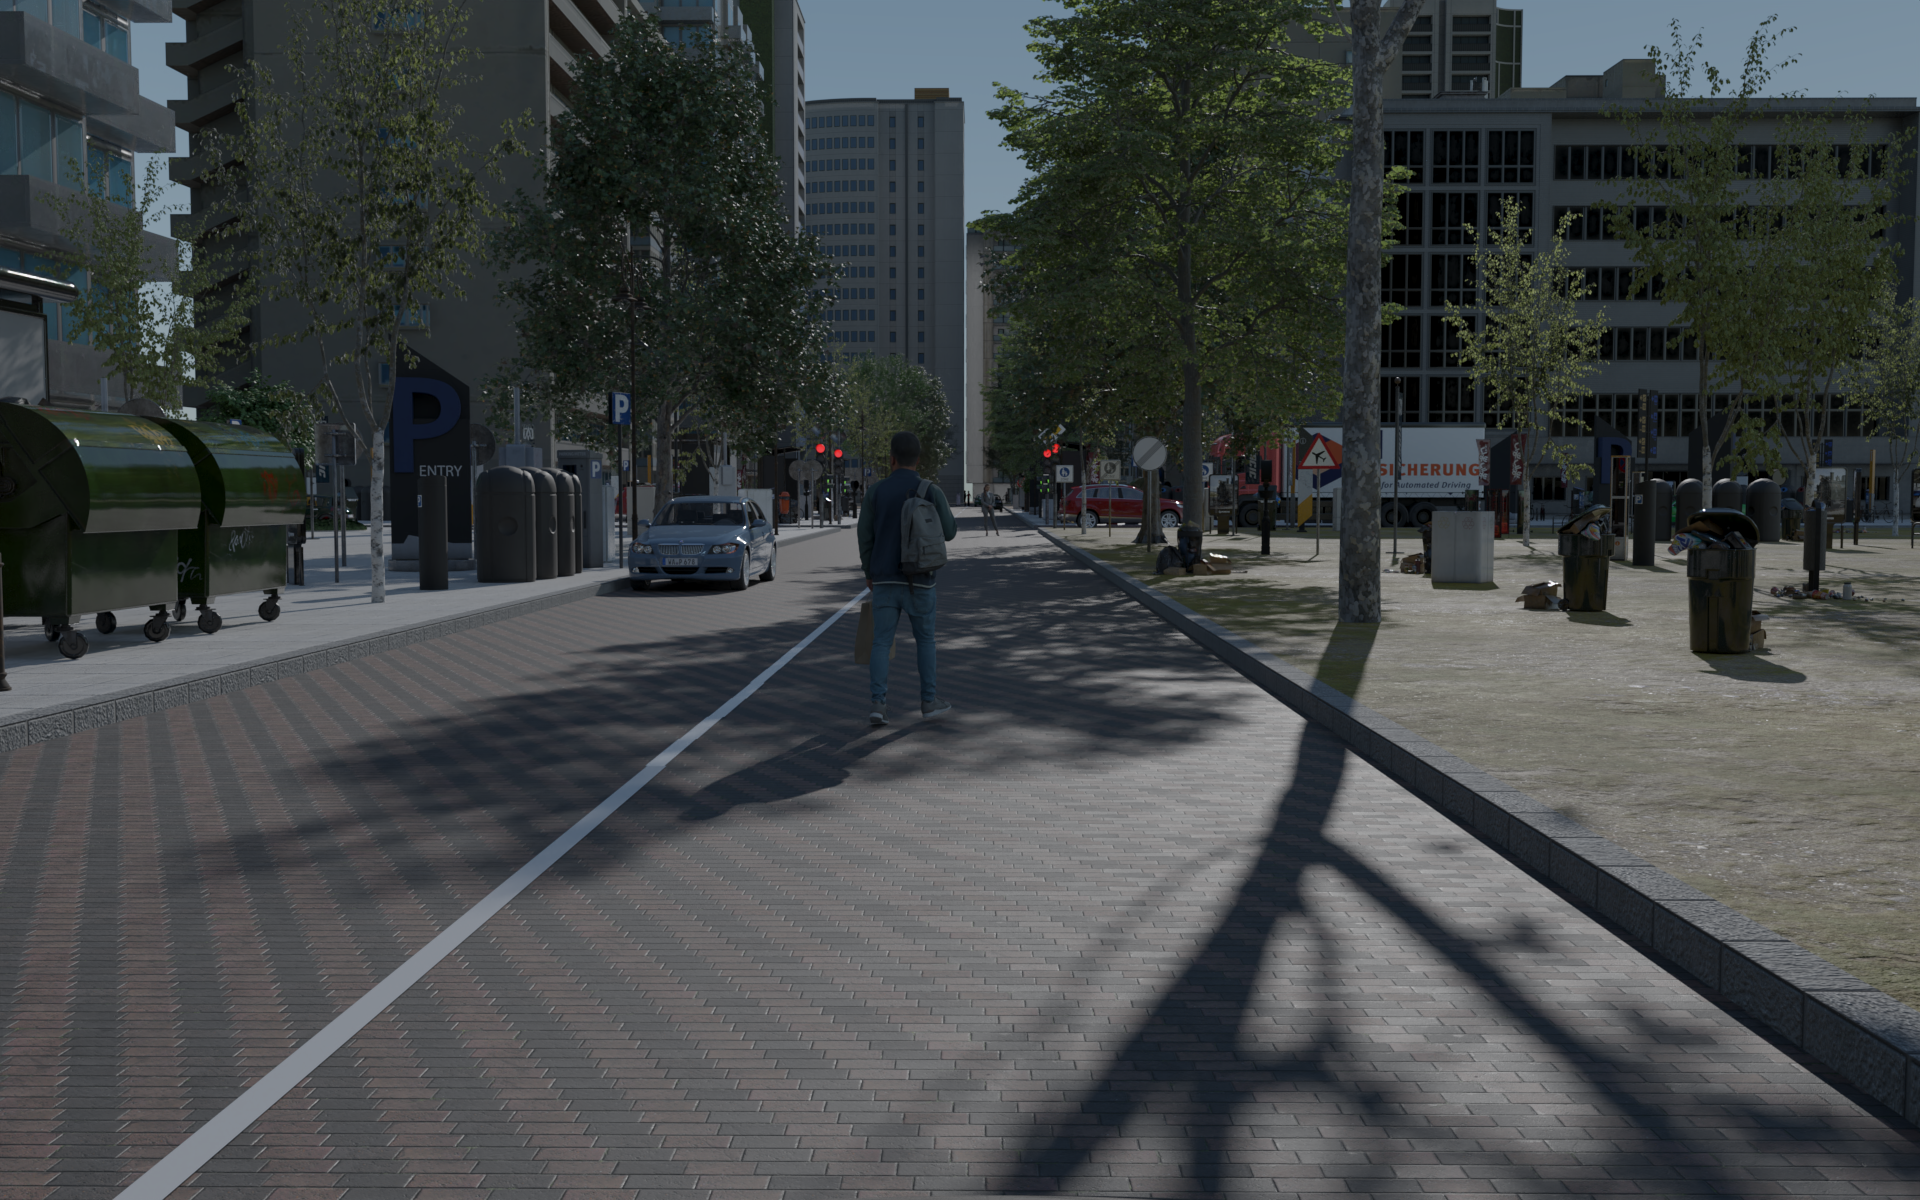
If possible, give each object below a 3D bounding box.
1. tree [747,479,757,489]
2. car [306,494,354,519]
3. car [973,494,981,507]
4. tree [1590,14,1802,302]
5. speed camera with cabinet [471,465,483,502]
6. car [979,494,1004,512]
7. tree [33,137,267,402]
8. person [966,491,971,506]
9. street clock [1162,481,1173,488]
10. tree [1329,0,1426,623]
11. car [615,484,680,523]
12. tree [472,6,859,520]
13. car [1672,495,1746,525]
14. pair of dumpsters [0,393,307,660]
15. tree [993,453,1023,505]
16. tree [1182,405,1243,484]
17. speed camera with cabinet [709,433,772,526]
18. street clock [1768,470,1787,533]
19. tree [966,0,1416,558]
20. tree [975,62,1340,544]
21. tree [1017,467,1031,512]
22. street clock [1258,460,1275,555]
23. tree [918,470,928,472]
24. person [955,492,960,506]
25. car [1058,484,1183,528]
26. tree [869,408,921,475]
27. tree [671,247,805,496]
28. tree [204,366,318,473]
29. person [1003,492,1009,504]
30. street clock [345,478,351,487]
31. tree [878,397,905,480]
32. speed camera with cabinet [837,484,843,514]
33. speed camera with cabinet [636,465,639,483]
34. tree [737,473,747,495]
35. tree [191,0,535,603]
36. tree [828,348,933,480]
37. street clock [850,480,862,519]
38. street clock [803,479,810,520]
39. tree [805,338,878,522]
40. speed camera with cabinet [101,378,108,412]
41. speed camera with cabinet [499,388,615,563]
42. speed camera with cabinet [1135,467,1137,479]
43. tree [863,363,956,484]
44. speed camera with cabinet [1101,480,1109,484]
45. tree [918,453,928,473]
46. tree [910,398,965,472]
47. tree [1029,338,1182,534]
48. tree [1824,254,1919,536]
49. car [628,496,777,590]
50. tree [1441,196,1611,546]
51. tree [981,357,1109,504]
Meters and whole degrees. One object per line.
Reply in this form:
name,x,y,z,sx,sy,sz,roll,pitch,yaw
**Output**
tree,-13.563,-7.690,120.340,1.663,3.219,1.824,0,3,0
car,-26.317,-3.617,68.929,4.222,1.686,2.009,0,4,-1
car,2.529,-11.130,193.765,2.131,1.459,4.920,0,4,1
tree,12.007,-4.693,27.093,4.737,8.622,4.395,0,3,0
speed camera with cabinet,-13.400,-3.323,48.662,2.038,3.252,0.660,3,5,40
car,2.559,-7.872,138.492,2.009,1.686,4.222,0,4,1
tree,-17.266,-5.277,36.641,4.737,8.622,4.395,0,3,0
person,0.963,-11.769,200.856,0.705,1.831,1.348,-2,4,-35
street clock,11.646,-5.695,97.677,0.471,2.002,0.358,-2,4,-27
tree,5.345,-9.802,16.157,12.611,20.169,13.585,0,3,0
car,-11.154,-3.680,68.849,5.304,1.827,2.281,0,4,-1
tree,-6.951,-7.581,40.954,9.611,12.733,9.660,0,3,0
car,28.803,-3.664,68.696,4.718,1.807,1.959,0,4,2
pair of dumpsters,-7.385,-0.787,15.366,1.574,2.255,4.437,0,4,1
tree,6.187,-15.867,209.792,4.737,8.622,4.395,0,3,0
tree,11.525,-7.845,78.631,4.360,8.622,3.978,0,3,0
speed camera with cabinet,-7.090,-3.776,56.067,2.038,3.252,0.660,-3,4,-38
street clock,24.121,-2.850,51.160,0.471,2.002,0.358,-1,4,-9
tree,3.669,-6.826,29.737,7.486,12.596,7.792,0,3,0
tree,5.042,-7.819,44.845,9.611,12.733,9.660,0,3,0
tree,4.951,-7.885,123.525,1.663,3.219,1.824,0,3,0
street clock,6.479,-1.963,36.661,0.358,2.002,0.471,1,4,8
tree,-4.701,-12.488,187.886,4.285,4.588,4.351,0,3,0
person,-0.214,-12.394,211.805,0.621,1.740,0.551,3,5,40
car,6.514,-3.657,68.471,5.304,1.827,2.281,0,4,1
tree,-5.124,-11.770,142.807,4.737,8.622,4.395,0,3,0
tree,-6.984,-6.071,49.631,4.360,8.622,3.978,0,3,0
tree,-18.057,-3.728,44.663,4.285,4.588,4.351,0,3,0
person,6.059,-13.407,228.416,0.721,1.735,1.217,-3,5,-44
street clock,-28.465,-4.631,80.280,0.471,2.002,0.358,1,4,15
tree,-5.610,-9.427,104.485,4.360,8.622,3.978,0,3,0
speed camera with cabinet,-7.868,-7.079,110.079,0.660,3.252,2.038,-2,4,-24
speed camera with cabinet,-21.965,-7.551,117.794,0.660,3.252,2.038,1,4,9
tree,-16.526,-8.099,127.019,1.663,3.219,1.824,0,3,0
tree,-6.984,-4.288,20.468,4.360,8.622,3.978,0,3,0
tree,-5.654,-12.021,122.299,9.928,11.665,9.643,0,3,0
street clock,-5.504,-5.264,90.639,0.358,2.002,0.471,3,4,37
street clock,-7.513,-4.904,84.757,0.358,2.002,0.471,0,4,-2
tree,-6.245,-7.974,80.732,4.360,8.622,3.978,0,3,0
speed camera with cabinet,-14.882,-2.116,28.935,0.660,3.252,2.038,3,5,41
speed camera with cabinet,-7.538,-2.329,32.414,2.038,3.252,0.660,0,4,3
speed camera with cabinet,12.569,-7.960,124.479,0.660,3.252,2.038,2,4,28
tree,-4.997,-16.118,170.180,9.857,13.997,8.962,0,3,0
speed camera with cabinet,9.066,-6.762,104.886,0.660,3.252,2.038,-1,4,-13
tree,-4.492,-14.900,193.973,4.360,8.622,3.978,0,3,0
tree,-4.438,-18.318,209.873,12.009,13.543,11.850,0,3,0
tree,4.176,-6.400,55.002,4.360,8.622,3.978,0,3,0
tree,28.342,-6.236,52.329,4.360,8.622,3.978,0,3,0
car,-3.982,-0.940,27.370,2.014,1.417,4.499,0,4,2
tree,13.966,-5.636,42.516,4.360,8.622,3.978,0,3,0
tree,5.092,-10.042,98.601,7.601,10.594,8.767,1,4,12
